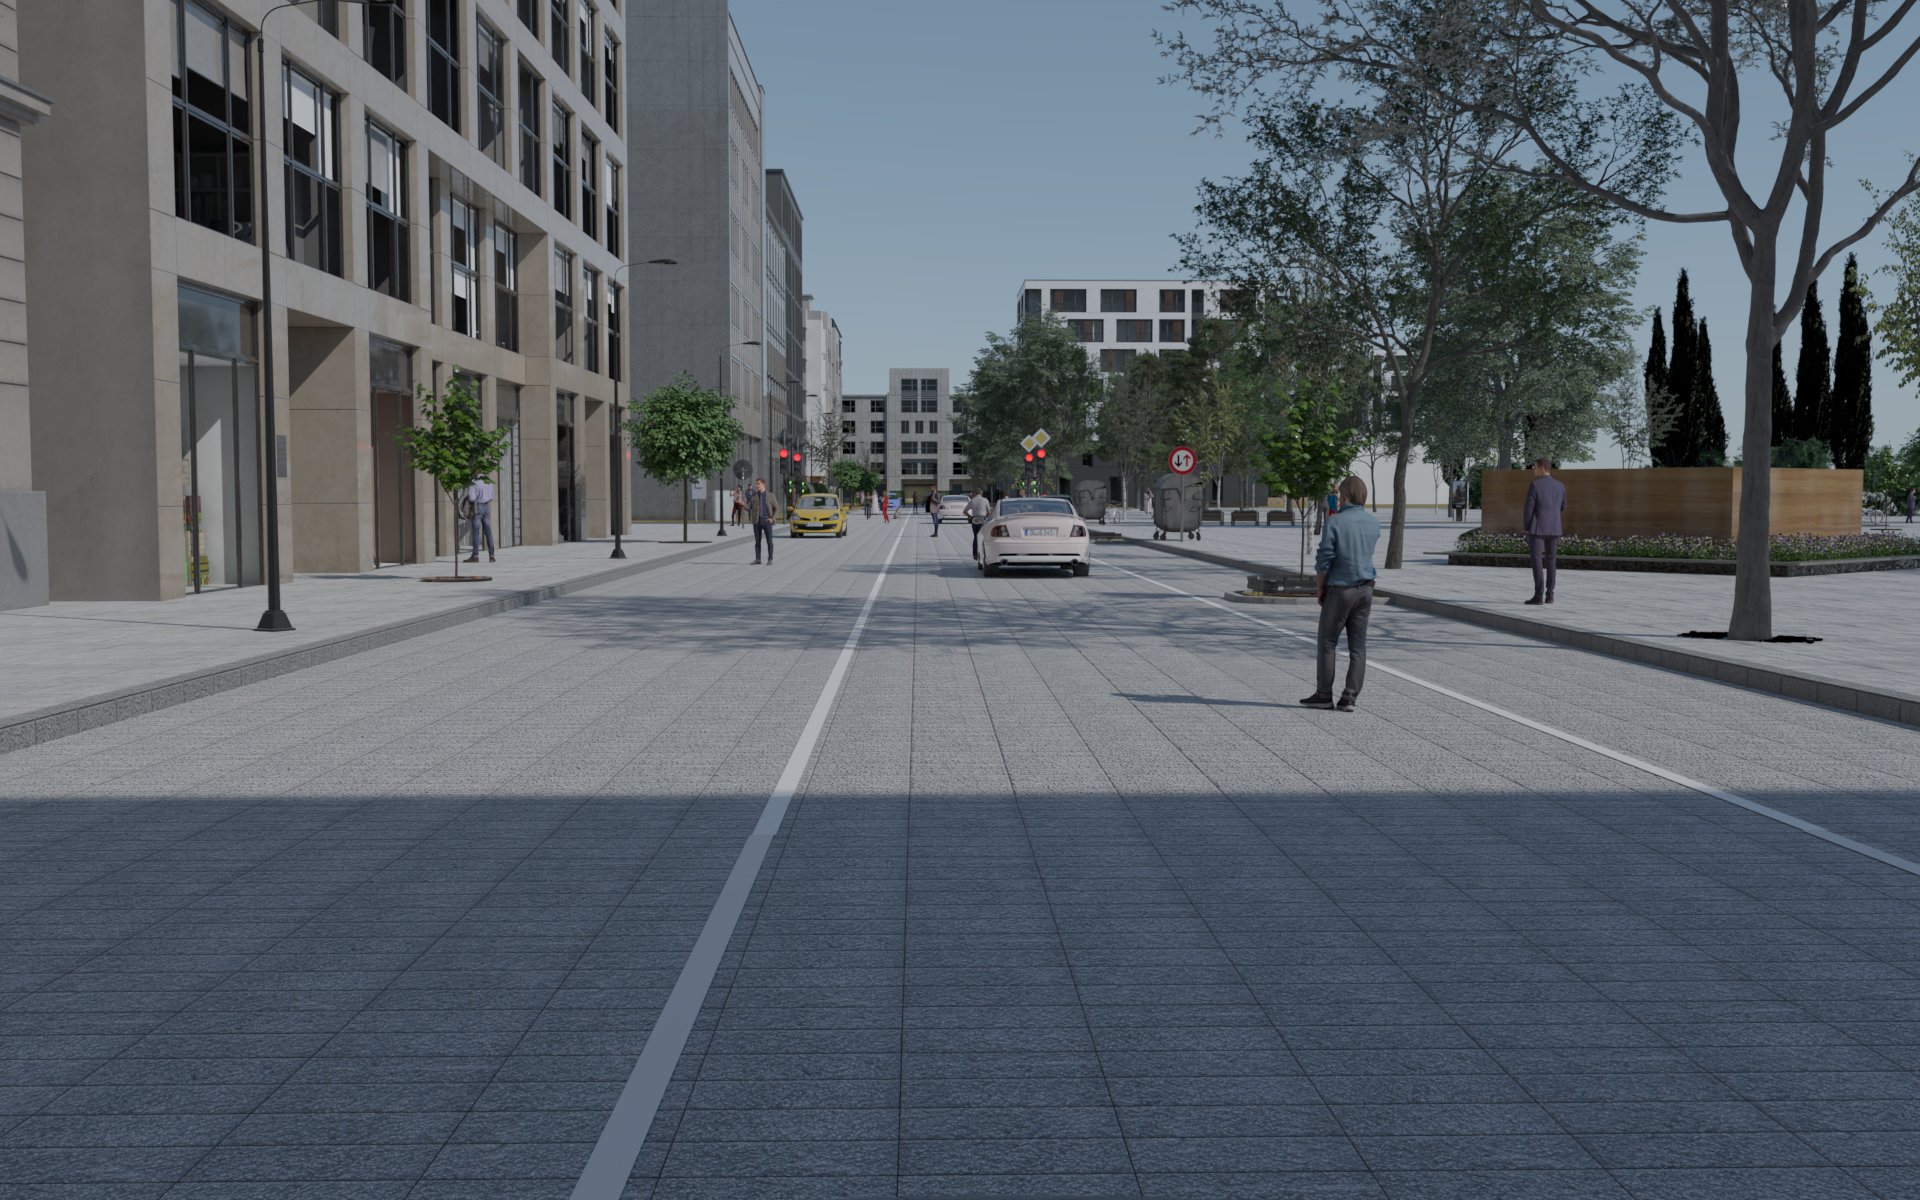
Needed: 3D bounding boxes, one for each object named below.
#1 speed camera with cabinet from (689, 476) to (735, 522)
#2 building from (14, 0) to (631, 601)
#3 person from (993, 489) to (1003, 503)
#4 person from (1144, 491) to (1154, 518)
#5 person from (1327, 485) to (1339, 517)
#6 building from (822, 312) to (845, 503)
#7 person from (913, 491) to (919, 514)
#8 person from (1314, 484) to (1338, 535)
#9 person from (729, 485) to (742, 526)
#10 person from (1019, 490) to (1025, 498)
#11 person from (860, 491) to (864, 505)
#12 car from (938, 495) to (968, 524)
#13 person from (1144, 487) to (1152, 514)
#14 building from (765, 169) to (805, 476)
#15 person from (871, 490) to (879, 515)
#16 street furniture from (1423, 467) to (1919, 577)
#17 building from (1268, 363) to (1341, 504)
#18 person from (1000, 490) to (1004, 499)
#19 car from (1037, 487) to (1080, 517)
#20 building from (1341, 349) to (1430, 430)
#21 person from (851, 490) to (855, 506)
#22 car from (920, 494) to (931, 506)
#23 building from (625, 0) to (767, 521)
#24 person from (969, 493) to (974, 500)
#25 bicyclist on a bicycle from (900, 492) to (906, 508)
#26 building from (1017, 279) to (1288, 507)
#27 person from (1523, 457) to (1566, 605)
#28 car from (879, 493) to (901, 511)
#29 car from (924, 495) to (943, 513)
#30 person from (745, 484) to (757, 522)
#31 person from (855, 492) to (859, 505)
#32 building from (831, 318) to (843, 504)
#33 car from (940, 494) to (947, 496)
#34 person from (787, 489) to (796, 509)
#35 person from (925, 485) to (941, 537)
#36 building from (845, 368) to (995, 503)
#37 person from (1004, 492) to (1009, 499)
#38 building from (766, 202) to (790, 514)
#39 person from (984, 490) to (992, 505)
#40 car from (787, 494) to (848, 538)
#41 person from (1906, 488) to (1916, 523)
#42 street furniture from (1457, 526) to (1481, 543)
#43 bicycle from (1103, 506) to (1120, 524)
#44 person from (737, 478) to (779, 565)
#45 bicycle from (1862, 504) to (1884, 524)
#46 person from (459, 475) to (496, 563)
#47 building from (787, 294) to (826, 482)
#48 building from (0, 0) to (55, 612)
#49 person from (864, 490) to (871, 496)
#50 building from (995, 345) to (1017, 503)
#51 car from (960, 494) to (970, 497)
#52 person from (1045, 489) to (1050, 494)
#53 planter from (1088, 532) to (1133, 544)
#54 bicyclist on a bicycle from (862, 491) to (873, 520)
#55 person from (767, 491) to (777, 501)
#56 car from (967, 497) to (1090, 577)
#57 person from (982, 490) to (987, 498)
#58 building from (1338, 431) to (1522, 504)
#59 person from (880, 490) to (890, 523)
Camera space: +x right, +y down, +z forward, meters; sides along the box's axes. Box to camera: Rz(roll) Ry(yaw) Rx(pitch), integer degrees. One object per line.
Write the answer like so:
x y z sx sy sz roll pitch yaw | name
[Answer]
-11.489 -5.259 80.323 2.038 3.252 0.660 -1 4 -22 | speed camera with cabinet
-19.557 -14.197 36.638 19.350 26.468 34.151 0 4 -1 | building
4.424 -12.186 204.907 1.348 1.869 0.705 1 4 12 | person
10.234 -5.086 92.384 0.628 1.438 0.799 2 4 28 | person
13.175 -3.276 61.302 0.444 1.614 0.593 -1 4 -12 | person
-21.585 -19.395 183.561 16.747 18.905 31.486 0 4 -1 | building
-3.146 -7.000 124.422 0.593 1.643 0.415 2 4 28 | person
11.371 -2.881 53.954 0.742 1.727 0.445 -1 4 -21 | person
-8.942 -3.776 69.243 0.566 1.644 0.517 -2 4 -30 | person
1.980 -2.748 55.485 0.319 1.574 0.516 1 4 9 | person
-11.378 -11.890 201.112 0.551 1.740 0.621 0 4 1 | person
-0.228 -4.409 84.442 2.083 1.381 4.827 0 4 -1 | car
12.037 -6.387 111.133 0.551 1.740 0.621 -1 4 -14 | person
-19.776 -20.741 132.618 14.314 27.812 24.014 0 4 -1 | building
-5.801 -6.605 117.157 0.621 1.740 0.551 0 4 7 | person
12.651 -1.426 30.172 9.812 1.723 11.010 -3 5 -40 | street furniture
41.484 -22.384 222.401 11.380 20.091 16.016 0 4 -1 | building
4.739 -10.976 185.529 0.705 1.821 1.348 -3 5 -39 | person
3.508 -3.373 64.930 2.009 1.686 4.222 0 4 1 | car
54.885 -25.293 257.509 32.646 21.610 27.936 0 4 -1 | building
-11.212 -10.768 182.815 0.721 1.735 1.217 0 4 6 | person
-3.693 -11.974 207.577 2.131 1.459 4.920 0 4 -2 | car
-17.252 -16.793 92.592 12.078 24.808 19.932 0 4 -1 | building
0.979 -8.264 145.881 0.482 1.546 0.388 -2 4 -26 | person
-5.920 -10.446 180.813 1.499 1.676 1.625 0 4 -1 | bicyclist on a bicycle
19.739 -20.654 181.669 27.936 21.610 32.646 0 4 -1 | building
6.812 -0.809 20.196 0.541 1.710 0.530 0 4 -6 | person
-6.063 -8.592 150.065 1.945 1.707 3.694 0 4 0 | car
-1.791 -7.330 132.432 1.945 1.354 3.894 0 4 -1 | car
-9.650 -4.542 80.746 0.683 1.767 0.568 -2 4 -30 | person
-12.244 -12.301 207.691 0.617 1.759 0.750 0 4 -2 | person
-31.342 -22.693 215.005 32.646 21.610 27.936 0 4 -1 | building
-2.039 -10.855 187.258 2.009 1.686 4.222 0 4 0 | car
-8.139 -4.631 84.030 0.388 1.546 0.482 2 4 28 | person
-0.906 -2.955 57.636 0.431 1.722 0.655 -1 4 -16 | person
-10.135 -23.552 251.534 31.486 18.905 16.747 0 4 -1 | building
2.331 -4.681 87.495 0.387 1.526 0.523 1 4 12 | person
-16.529 -16.064 111.795 9.793 20.994 18.267 0 4 -1 | building
3.249 -11.983 202.106 1.348 1.807 0.705 -2 4 -30 | person
-4.684 -2.895 57.558 2.015 1.641 3.980 0 4 0 | car
43.718 -4.292 79.585 0.530 1.710 0.541 3 5 44 | person
17.277 -2.024 48.727 5.734 0.657 10.072 2 4 30 | street furniture
6.435 -3.697 73.663 0.635 0.972 1.543 2 4 34 | bicycle
-4.069 -1.584 34.931 0.617 1.759 0.750 2 4 25 | person
38.978 -3.744 74.442 1.543 0.972 0.635 0 4 0 | bicycle
-9.059 -1.623 32.441 0.599 1.838 0.709 2 4 35 | person
-20.471 -18.664 161.574 16.016 20.091 11.380 0 4 -1 | building
-16.441 -13.483 7.841 14.401 28.519 23.554 0 4 -1 | building
-11.100 -12.211 206.516 1.217 1.723 0.721 -2 4 -34 | person
13.683 -21.259 214.045 16.747 18.905 31.486 0 4 -1 | building
0.632 -11.021 188.989 1.959 1.807 4.718 0 4 -3 | car
8.019 -9.247 158.146 0.541 1.710 0.530 0 4 1 | person
3.960 -1.816 50.839 1.991 0.319 1.994 0 4 -1 | planter
-5.148 -5.299 96.654 1.499 1.676 1.625 0 3 0 | bicyclist on a bicycle
-10.087 -5.107 92.777 0.421 1.427 0.697 3 5 41 | person
1.288 -1.164 31.388 2.083 1.381 4.827 0 4 -1 | car
3.033 -13.132 221.272 1.217 1.766 0.721 3 5 40 | person
61.125 -17.391 226.482 28.070 9.664 9.099 0 4 -1 | building
-3.722 -4.608 85.551 0.593 1.614 0.444 -2 4 -28 | person
